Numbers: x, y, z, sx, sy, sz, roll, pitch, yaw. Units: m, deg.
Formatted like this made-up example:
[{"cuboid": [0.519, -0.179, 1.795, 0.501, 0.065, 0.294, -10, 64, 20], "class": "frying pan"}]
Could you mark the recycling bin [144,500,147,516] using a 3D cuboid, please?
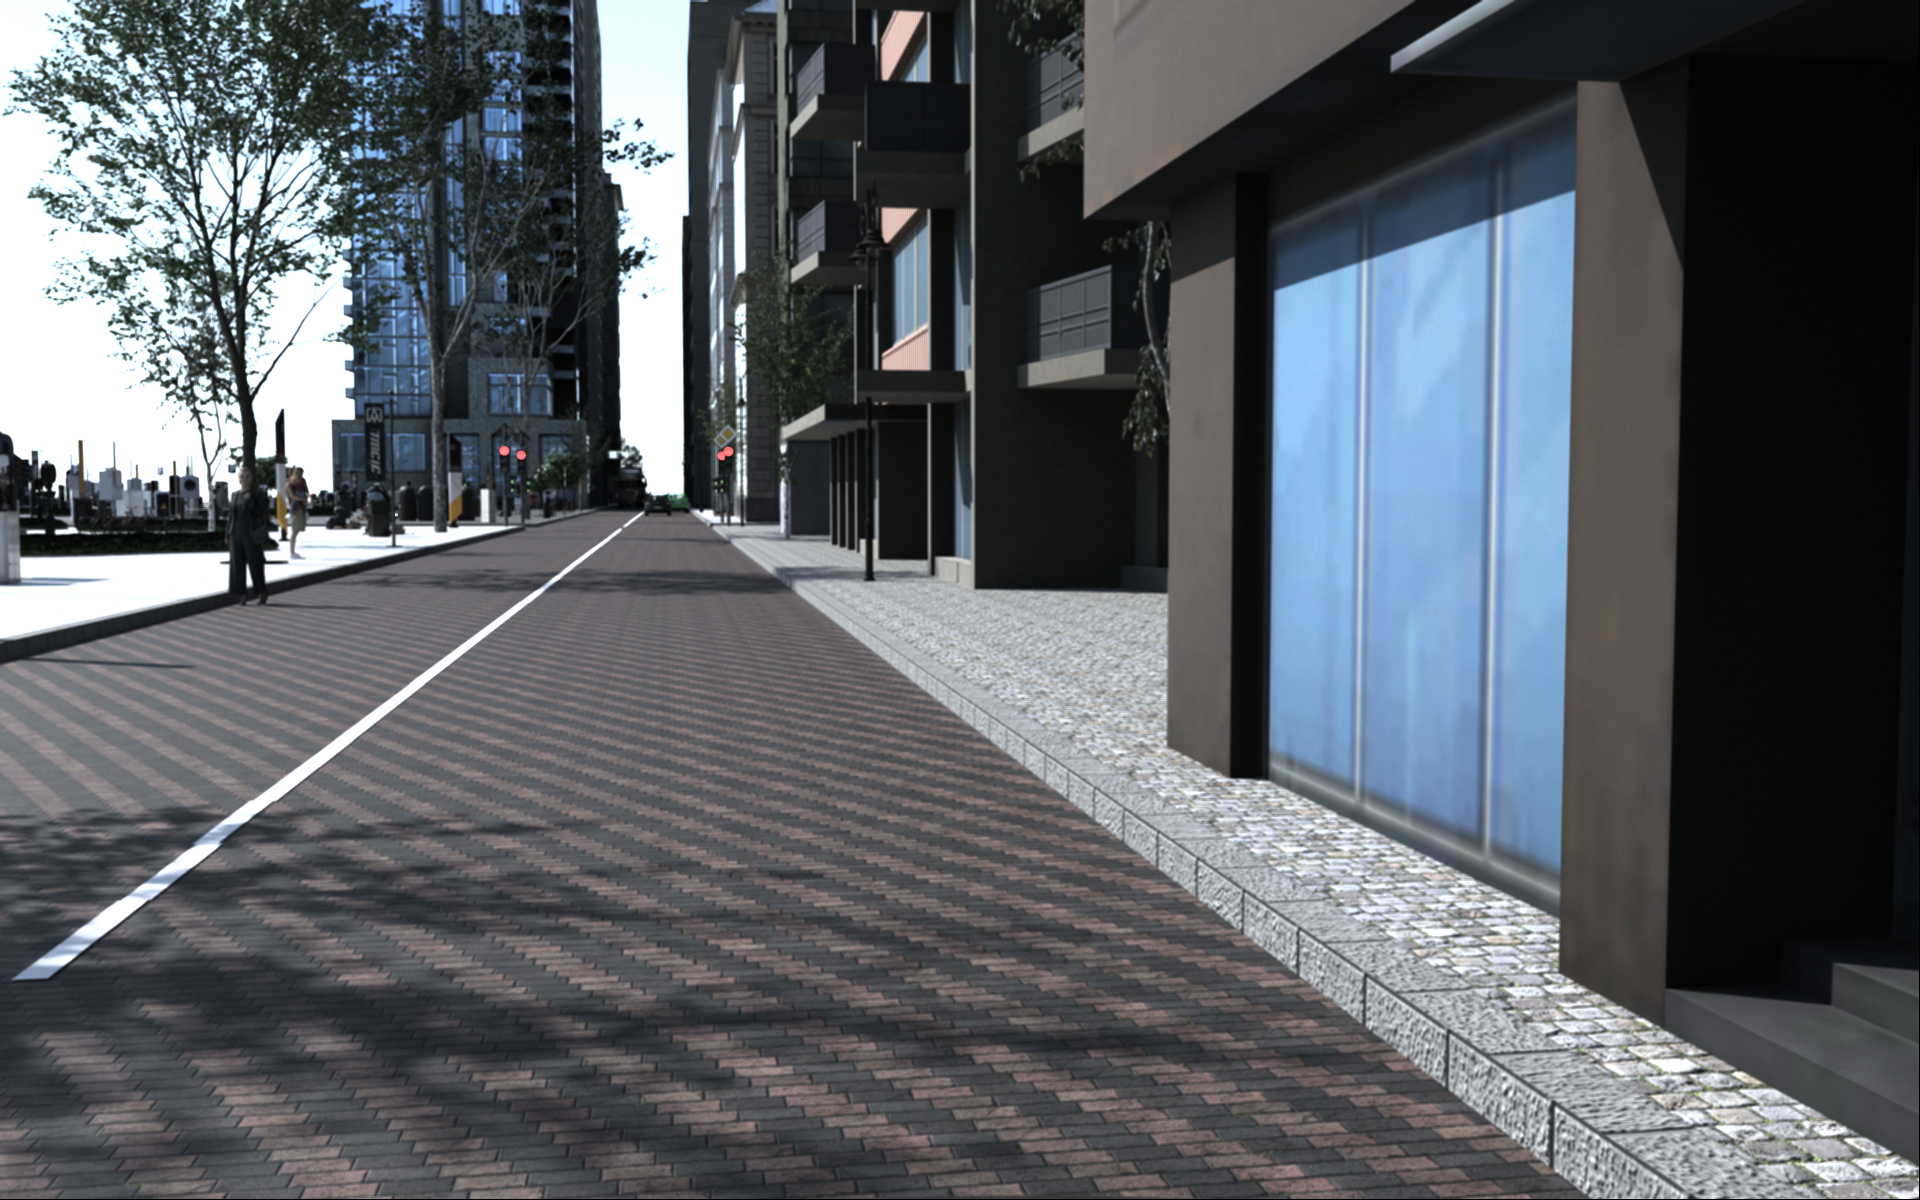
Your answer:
[{"cuboid": [-38.152, -4.140, 80.248, 0.722, 1.027, 0.722, 0, 4, -2], "class": "recycling bin"}]

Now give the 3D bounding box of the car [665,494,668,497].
[{"cuboid": [-36.094, -12.319, 210.217, 1.959, 1.807, 4.718, 0, 4, -8], "class": "car"}]

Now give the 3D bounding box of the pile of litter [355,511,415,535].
[{"cuboid": [-18.165, -2.513, 55.048, 1.719, 0.858, 1.176, -2, 4, -26], "class": "pile of litter"}]

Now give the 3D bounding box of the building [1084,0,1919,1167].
[{"cuboid": [8.626, -21.517, 1.909, 14.600, 45.320, 14.200, -1, 4, -10], "class": "building"}]

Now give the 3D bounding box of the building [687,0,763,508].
[{"cuboid": [-15.226, -33.226, 166.951, 21.300, 48.544, 21.600, -1, 4, -10], "class": "building"}]

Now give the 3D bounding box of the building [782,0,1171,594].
[{"cuboid": [8.295, -23.067, 31.766, 22.147, 44.769, 28.867, -1, 4, -10], "class": "building"}]

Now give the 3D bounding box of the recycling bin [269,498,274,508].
[{"cuboid": [-47.966, -6.639, 121.099, 0.722, 1.027, 0.722, -2, 4, -27], "class": "recycling bin"}]

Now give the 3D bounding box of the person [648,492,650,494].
[{"cuboid": [-52.700, -17.443, 293.561, 0.709, 1.838, 0.599, 0, 4, -6], "class": "person"}]

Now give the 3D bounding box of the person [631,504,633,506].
[{"cuboid": [-40.924, -12.741, 216.683, 0.599, 1.838, 0.709, 0, 4, 3], "class": "person"}]

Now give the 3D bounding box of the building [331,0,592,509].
[{"cuboid": [-46.056, -51.921, 161.586, 22.319, 86.520, 31.000, -1, 4, -10], "class": "building"}]

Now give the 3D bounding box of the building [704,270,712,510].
[{"cuboid": [-15.996, -18.016, 143.717, 9.793, 20.994, 18.267, -1, 4, -10], "class": "building"}]

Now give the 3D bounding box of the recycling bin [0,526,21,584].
[{"cuboid": [-13.982, -0.753, 24.870, 0.722, 1.027, 0.722, -1, 4, -14], "class": "recycling bin"}]

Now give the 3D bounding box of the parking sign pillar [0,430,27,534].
[{"cuboid": [-30.598, -4.080, 55.181, 1.447, 3.967, 1.447, 0, 4, -5], "class": "parking sign pillar"}]

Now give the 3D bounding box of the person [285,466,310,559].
[{"cuboid": [-13.123, -1.728, 34.274, 0.580, 1.828, 0.573, 2, 4, 28], "class": "person"}]

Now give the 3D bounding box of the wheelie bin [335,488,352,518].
[{"cuboid": [-32.568, -5.119, 91.599, 0.693, 1.594, 0.980, 0, 4, 2], "class": "wheelie bin"}]

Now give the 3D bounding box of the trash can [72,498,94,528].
[{"cuboid": [-31.664, -3.113, 62.556, 0.748, 1.137, 0.748, 0, 3, 0], "class": "trash can"}]

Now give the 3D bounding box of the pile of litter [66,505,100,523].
[{"cuboid": [-39.000, -3.868, 77.210, 1.719, 0.858, 1.176, -1, 4, -15], "class": "pile of litter"}]

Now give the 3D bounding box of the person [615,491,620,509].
[{"cuboid": [-33.007, -9.641, 167.067, 0.436, 1.711, 0.756, -2, 4, -25], "class": "person"}]

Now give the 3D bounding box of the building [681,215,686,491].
[{"cuboid": [-34.850, -40.470, 285.381, 21.300, 48.544, 21.600, -1, 4, -10], "class": "building"}]

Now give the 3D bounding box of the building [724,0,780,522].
[{"cuboid": [1.319, -17.605, 85.102, 25.104, 27.353, 12.463, -1, 4, -10], "class": "building"}]

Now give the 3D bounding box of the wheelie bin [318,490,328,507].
[{"cuboid": [-48.872, -7.654, 133.043, 0.980, 1.594, 0.693, -3, 5, -44], "class": "wheelie bin"}]

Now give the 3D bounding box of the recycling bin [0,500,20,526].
[{"cuboid": [-41.503, -3.852, 75.538, 0.722, 1.027, 0.722, -3, 5, -45], "class": "recycling bin"}]

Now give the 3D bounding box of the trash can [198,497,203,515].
[{"cuboid": [-43.327, -5.303, 98.363, 0.748, 1.137, 0.748, 0, 3, 0], "class": "trash can"}]

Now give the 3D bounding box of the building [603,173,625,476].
[{"cuboid": [-69.639, -42.505, 284.197, 28.713, 52.752, 27.495, -1, 4, -10], "class": "building"}]

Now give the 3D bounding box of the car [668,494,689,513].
[{"cuboid": [-21.503, -7.500, 131.425, 1.959, 1.807, 4.718, -1, 4, -11], "class": "car"}]

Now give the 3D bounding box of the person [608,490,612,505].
[{"cuboid": [-41.308, -12.110, 204.487, 0.683, 1.767, 0.568, 3, 5, 40], "class": "person"}]

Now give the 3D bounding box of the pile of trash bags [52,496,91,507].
[{"cuboid": [-60.713, -6.596, 117.602, 1.912, 1.369, 3.447, 2, 4, 34], "class": "pile of trash bags"}]

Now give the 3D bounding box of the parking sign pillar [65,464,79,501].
[{"cuboid": [-71.145, -9.218, 139.187, 1.447, 3.967, 1.447, -3, 4, -39], "class": "parking sign pillar"}]

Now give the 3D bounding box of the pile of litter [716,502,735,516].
[{"cuboid": [-13.557, -5.281, 100.311, 1.176, 0.858, 1.719, -2, 4, -34], "class": "pile of litter"}]

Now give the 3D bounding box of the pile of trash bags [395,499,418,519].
[{"cuboid": [-27.975, -4.959, 90.830, 3.447, 1.369, 1.912, 1, 4, 14], "class": "pile of trash bags"}]

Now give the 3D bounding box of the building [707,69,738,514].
[{"cuboid": [-11.348, -20.885, 118.959, 11.434, 29.767, 29.804, -1, 4, -10], "class": "building"}]

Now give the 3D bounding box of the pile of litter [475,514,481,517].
[{"cuboid": [-27.677, -5.068, 96.823, 1.719, 0.858, 1.176, 1, 4, 15], "class": "pile of litter"}]

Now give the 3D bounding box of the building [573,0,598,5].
[{"cuboid": [-58.164, -49.059, 240.358, 20.563, 71.187, 20.611, -1, 4, -10], "class": "building"}]

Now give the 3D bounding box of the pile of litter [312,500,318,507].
[{"cuboid": [-45.206, -6.532, 120.769, 1.176, 0.858, 1.719, -1, 4, -18], "class": "pile of litter"}]

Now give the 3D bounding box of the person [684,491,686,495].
[{"cuboid": [-39.609, -14.820, 249.159, 0.445, 1.727, 0.742, -2, 4, -25], "class": "person"}]

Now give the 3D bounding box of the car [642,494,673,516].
[{"cuboid": [-20.053, -6.429, 114.907, 2.009, 1.686, 4.222, -1, 4, -10], "class": "car"}]

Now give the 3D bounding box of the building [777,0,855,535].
[{"cuboid": [0.508, -17.678, 60.739, 14.160, 30.474, 14.107, -1, 4, -10], "class": "building"}]

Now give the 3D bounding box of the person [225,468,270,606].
[{"cuboid": [-9.227, -0.824, 22.387, 0.576, 1.772, 0.534, -1, 4, -10], "class": "person"}]

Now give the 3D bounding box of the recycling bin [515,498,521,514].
[{"cuboid": [-27.642, -5.924, 109.410, 0.722, 1.027, 0.722, 1, 4, 19], "class": "recycling bin"}]

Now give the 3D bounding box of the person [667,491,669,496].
[{"cuboid": [-33.296, -11.562, 198.253, 0.721, 1.736, 1.217, 2, 4, 33], "class": "person"}]

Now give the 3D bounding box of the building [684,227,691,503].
[{"cuboid": [-35.346, -35.710, 267.459, 14.154, 41.232, 14.086, -1, 4, -10], "class": "building"}]

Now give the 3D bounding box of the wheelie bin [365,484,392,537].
[{"cuboid": [-17.458, -2.696, 51.989, 0.693, 1.594, 0.980, -2, 4, -33], "class": "wheelie bin"}]

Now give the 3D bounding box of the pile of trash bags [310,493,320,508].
[{"cuboid": [-53.410, -8.292, 145.324, 3.447, 1.369, 1.912, 2, 4, 34], "class": "pile of trash bags"}]

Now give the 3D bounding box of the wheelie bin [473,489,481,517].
[{"cuboid": [-27.720, -5.557, 98.766, 0.980, 1.594, 0.693, 1, 4, 13], "class": "wheelie bin"}]

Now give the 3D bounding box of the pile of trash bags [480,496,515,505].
[{"cuboid": [-39.409, -8.443, 147.798, 3.447, 1.369, 1.912, 0, 4, 6], "class": "pile of trash bags"}]

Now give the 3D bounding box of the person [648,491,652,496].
[{"cuboid": [-36.966, -12.141, 207.000, 1.348, 1.824, 0.705, -2, 4, -31], "class": "person"}]

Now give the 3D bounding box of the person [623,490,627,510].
[{"cuboid": [-30.333, -9.065, 156.792, 0.705, 1.814, 1.350, -1, 4, -16], "class": "person"}]

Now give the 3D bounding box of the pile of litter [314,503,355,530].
[{"cuboid": [-22.342, -3.001, 63.039, 1.176, 0.858, 1.719, 3, 5, 41], "class": "pile of litter"}]
